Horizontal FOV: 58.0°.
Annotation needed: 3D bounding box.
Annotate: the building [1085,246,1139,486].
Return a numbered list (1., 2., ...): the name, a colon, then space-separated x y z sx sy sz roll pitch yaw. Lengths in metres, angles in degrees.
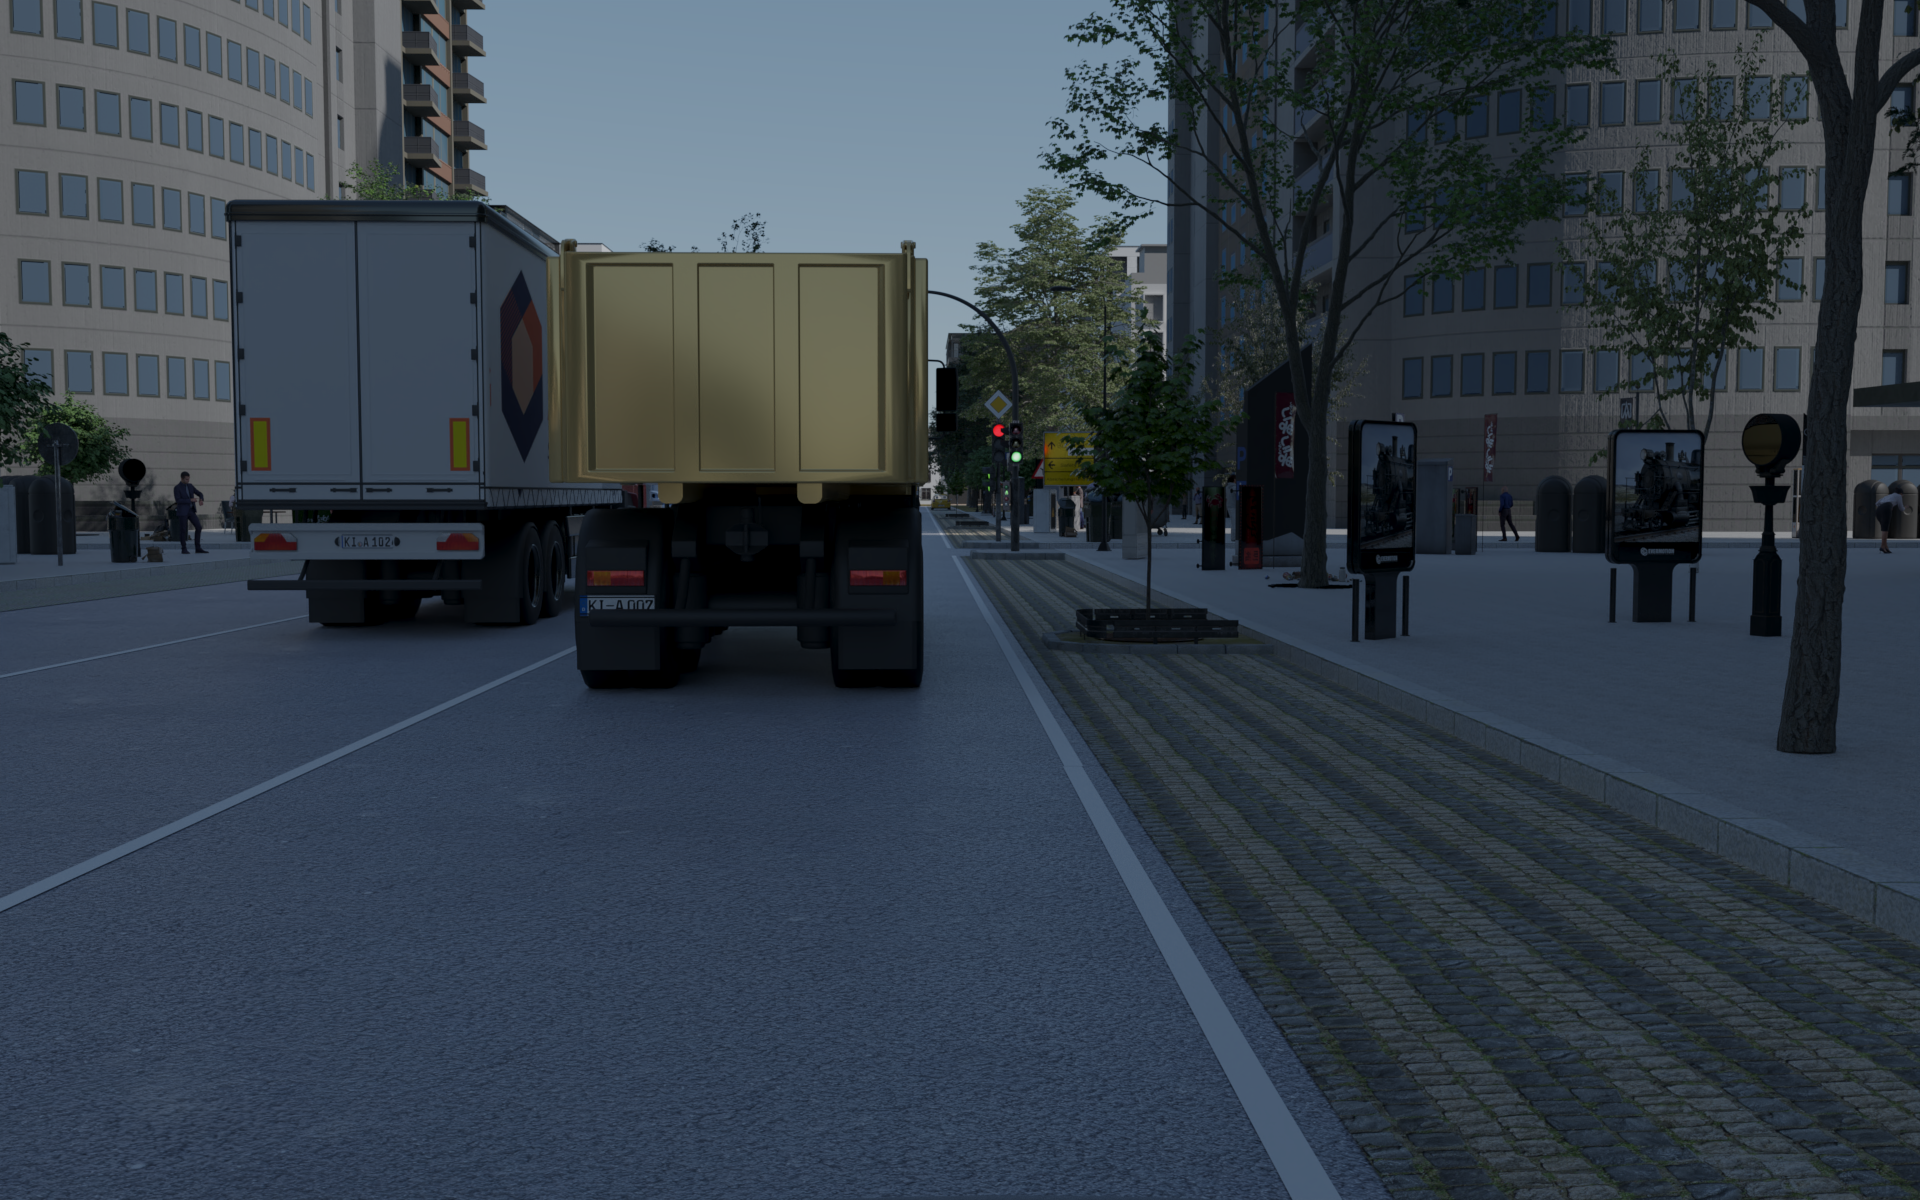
1. building: 25.707 -19.283 159.247 27.936 21.610 32.646 0 4 -1

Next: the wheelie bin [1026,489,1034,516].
1. wheelie bin: 4.192 -5.591 99.321 0.693 1.594 0.980 1 4 19

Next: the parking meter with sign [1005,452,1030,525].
1. parking meter with sign: 2.445 -4.692 72.983 0.543 3.016 1.738 1 4 22

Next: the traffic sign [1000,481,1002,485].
1. traffic sign: 2.536 -6.200 101.480 0.768 2.556 0.104 0 4 7

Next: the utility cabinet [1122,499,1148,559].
1. utility cabinet: 3.506 -1.572 34.374 0.318 1.500 1.173 1 4 18

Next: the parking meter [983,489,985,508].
1. parking meter: 1.790 -7.002 120.195 0.255 1.863 0.399 -3 5 -43

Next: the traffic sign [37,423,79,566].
1. traffic sign: -16.089 -1.883 30.901 0.768 2.556 0.104 0 4 5

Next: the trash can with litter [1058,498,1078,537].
1. trash can with litter: 3.280 -2.459 51.589 0.624 1.170 1.055 -1 4 -13

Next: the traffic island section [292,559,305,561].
1. traffic island section: -13.367 -0.994 38.537 2.009 0.180 2.903 0 4 -1

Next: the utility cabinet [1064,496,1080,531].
1. utility cabinet: 3.883 -3.000 60.209 0.306 1.237 1.020 1 4 21

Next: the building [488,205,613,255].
1. building: -42.915 -18.021 138.622 27.936 21.610 32.646 0 4 -1

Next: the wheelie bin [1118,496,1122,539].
1. wheelie bin: 4.561 -2.532 49.305 0.980 1.594 0.693 2 4 27

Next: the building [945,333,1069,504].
1. building: 14.585 -23.630 230.318 32.646 21.610 27.936 0 4 -1

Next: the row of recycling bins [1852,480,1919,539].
1. row of recycling bins: 27.396 -2.599 49.613 3.534 1.692 1.069 0 4 -6

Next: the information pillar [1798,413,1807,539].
1. information pillar: 24.406 -3.569 49.714 0.504 3.616 0.183 3 4 37

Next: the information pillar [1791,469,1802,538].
1. information pillar: 24.333 -2.794 50.177 0.304 2.012 0.304 0 4 1

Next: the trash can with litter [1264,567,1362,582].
1. trash can with litter: 5.424 -0.918 26.070 1.678 1.210 2.233 0 4 4

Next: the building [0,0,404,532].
1. building: -37.133 -32.228 68.932 21.231 58.520 28.212 0 4 -1

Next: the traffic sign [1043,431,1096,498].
1. traffic sign: 3.837 -3.816 56.268 2.265 3.308 0.079 0 4 6

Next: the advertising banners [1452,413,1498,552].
1. advertising banners: 11.384 -2.592 38.566 0.090 3.025 2.074 -1 4 -13

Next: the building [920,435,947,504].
1. building: -15.541 -17.031 220.611 28.070 9.664 9.099 0 4 -1

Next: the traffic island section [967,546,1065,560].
1. traffic island section: 1.250 -1.015 38.881 2.009 0.180 2.903 0 4 -1

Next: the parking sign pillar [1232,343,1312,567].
1. parking sign pillar: 5.601 -2.598 30.945 1.447 3.967 1.447 -1 4 -20

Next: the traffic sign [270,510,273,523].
1. traffic sign: -18.808 -2.885 47.270 0.768 2.556 0.104 0 4 -1

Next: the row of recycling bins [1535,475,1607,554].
1. row of recycling bins: 14.169 -1.855 37.435 3.534 1.692 1.069 3 5 40

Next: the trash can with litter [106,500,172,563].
1. trash can with litter: -15.470 -1.296 32.577 1.055 1.170 0.624 -2 4 -27

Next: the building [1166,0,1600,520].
1. building: 23.522 -34.582 107.408 21.231 58.520 28.212 0 4 -1

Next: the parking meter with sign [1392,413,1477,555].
1. parking meter with sign: 10.117 -2.486 36.905 1.738 3.016 0.543 2 4 34

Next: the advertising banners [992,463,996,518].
1. advertising banners: 1.853 -6.083 95.645 0.090 3.025 2.074 0 4 -2

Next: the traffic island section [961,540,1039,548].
1. traffic island section: 1.059 -1.504 46.863 2.009 0.180 2.903 0 4 -1

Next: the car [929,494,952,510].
1. car: -1.692 -8.676 152.070 2.015 1.641 3.980 0 4 -2

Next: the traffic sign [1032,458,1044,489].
1. traffic sign: 2.867 -3.600 58.868 0.884 2.594 0.081 0 4 8

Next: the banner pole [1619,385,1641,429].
1. banner pole: 15.263 -3.025 39.482 0.401 3.779 0.863 -1 4 -15

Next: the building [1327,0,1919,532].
1. building: 27.820 -32.130 67.327 28.212 58.520 21.231 0 4 -1

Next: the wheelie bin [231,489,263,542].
1. wheelie bin: -19.165 -2.368 46.631 0.980 1.594 0.693 3 5 40

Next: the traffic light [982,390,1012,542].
1. traffic light: 1.019 -3.537 46.748 0.839 4.253 0.868 0 4 -1

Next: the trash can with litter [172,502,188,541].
1. trash can with litter: -21.354 -2.164 46.764 1.055 1.170 0.624 0 4 5

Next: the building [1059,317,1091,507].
1. building: 18.227 -19.897 181.739 16.016 20.091 11.380 0 4 -1

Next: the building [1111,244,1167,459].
1. building: 20.135 -17.157 136.931 16.016 20.091 11.380 0 4 -1

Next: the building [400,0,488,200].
1. building: -41.753 -27.590 105.724 22.147 44.769 28.867 0 4 -1

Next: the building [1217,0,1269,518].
1. building: 21.035 -26.672 86.192 14.600 45.320 14.200 0 4 -1

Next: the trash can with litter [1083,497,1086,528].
1. trash can with litter: 4.555 -3.357 65.950 2.233 1.210 1.678 -1 4 -14

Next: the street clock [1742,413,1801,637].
1. street clock: 7.285 -0.675 15.602 0.358 2.002 0.471 -1 4 -20

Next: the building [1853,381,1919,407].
1. building: 25.655 -21.919 13.001 22.147 44.769 28.867 0 4 -1

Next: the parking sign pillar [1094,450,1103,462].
1. parking sign pillar: 4.729 -4.074 55.087 1.447 3.967 1.447 -1 4 -23

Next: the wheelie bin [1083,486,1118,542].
1. wheelie bin: 3.674 -2.344 46.234 0.693 1.594 0.980 -1 4 -13

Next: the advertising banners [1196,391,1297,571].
1. advertising banners: 4.913 -2.029 29.363 2.074 3.025 0.090 -2 4 -26

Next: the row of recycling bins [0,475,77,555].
1. row of recycling bins: -20.311 -1.874 37.748 3.534 1.692 1.069 3 5 44

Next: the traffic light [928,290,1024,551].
1. traffic light: -0.879 -3.909 38.575 4.771 5.953 1.251 0 4 -1

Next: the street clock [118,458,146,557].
1. street clock: -16.853 -1.880 35.303 0.358 2.002 0.471 3 5 44
